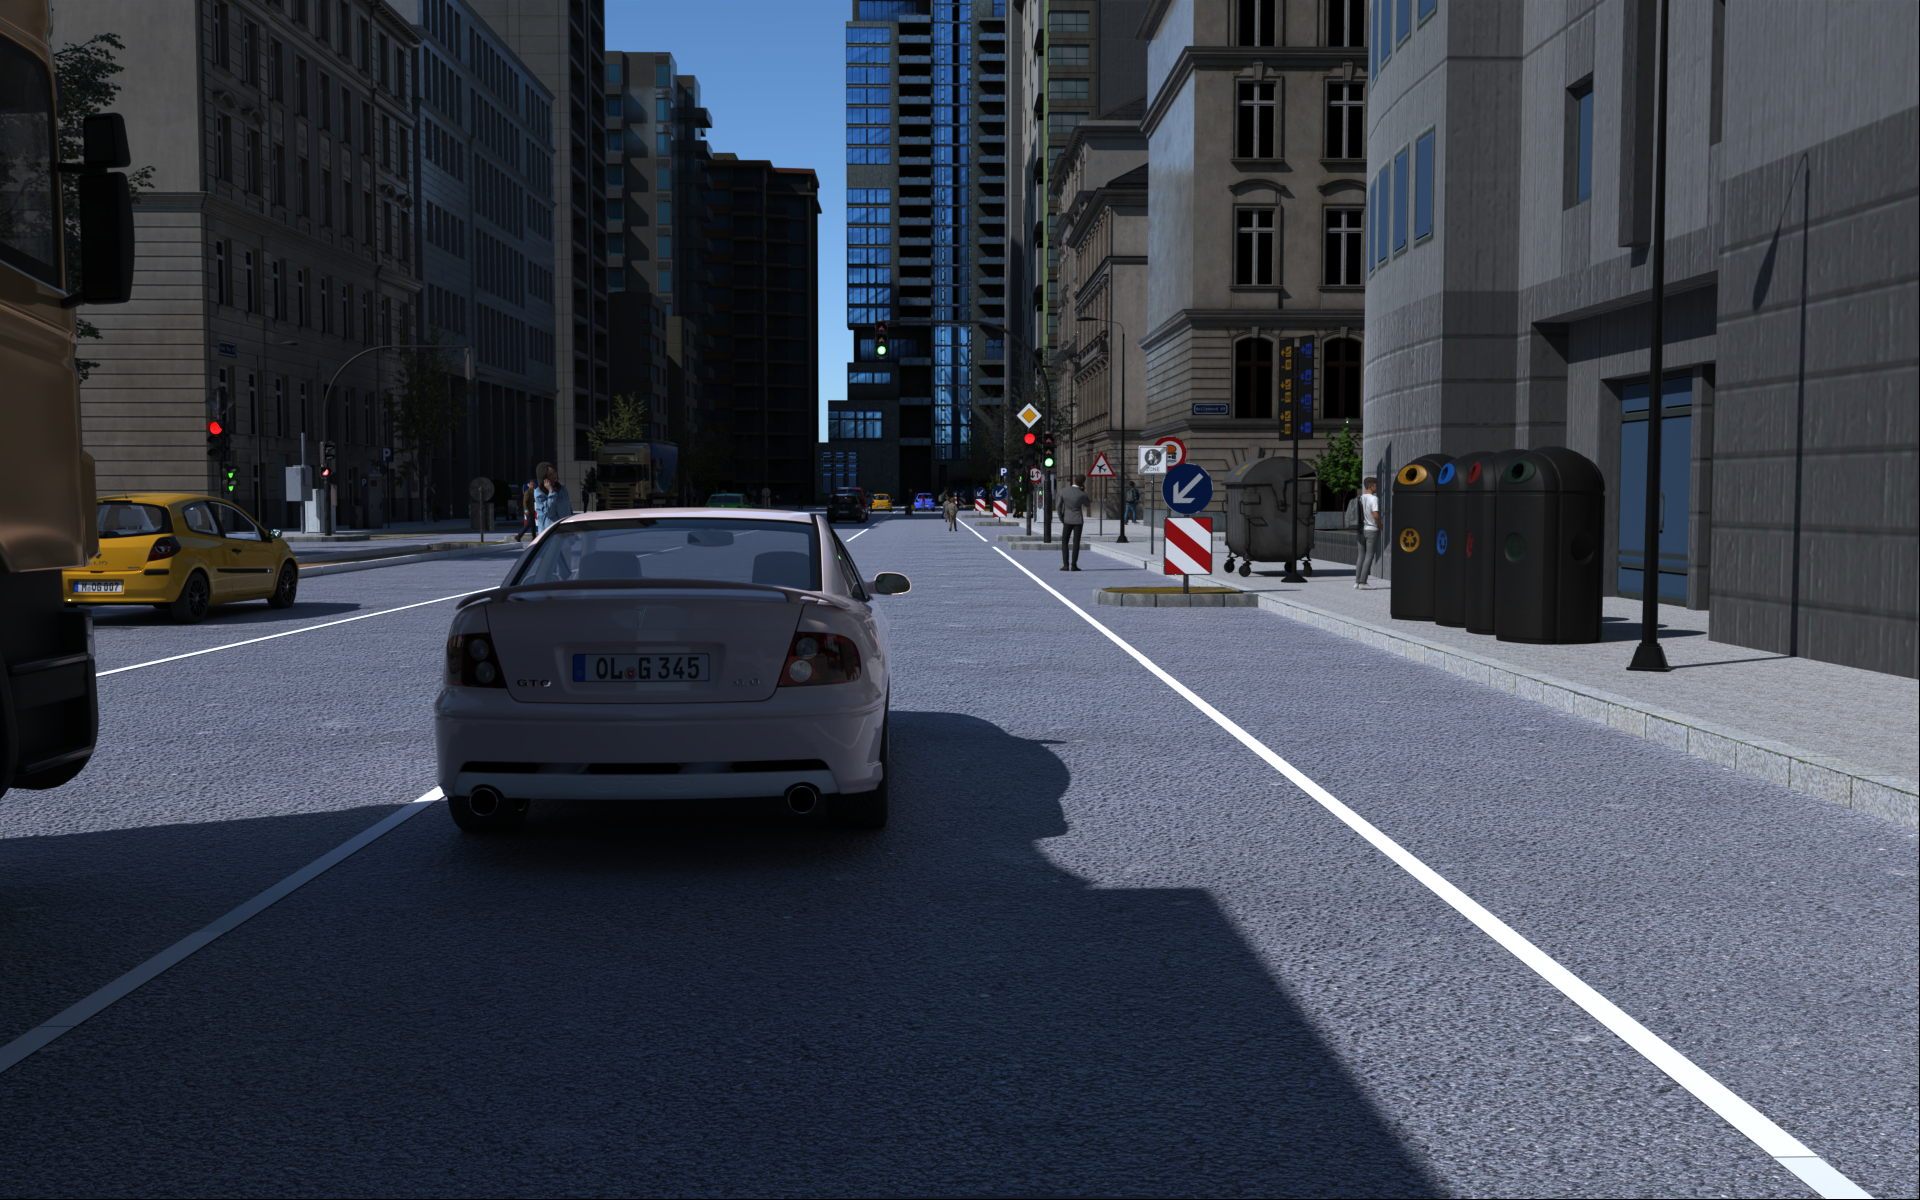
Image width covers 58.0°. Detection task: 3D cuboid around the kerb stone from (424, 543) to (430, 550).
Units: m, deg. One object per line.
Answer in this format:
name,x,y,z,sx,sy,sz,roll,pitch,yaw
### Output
kerb stone,-13.747,-1.358,44.485,0.120,0.150,1.000,0,4,-1

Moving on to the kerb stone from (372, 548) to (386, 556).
kerb stone,-13.666,-1.112,40.384,0.120,0.150,1.000,0,4,-1

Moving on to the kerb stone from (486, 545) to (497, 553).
kerb stone,-11.600,-1.238,42.464,0.120,0.150,1.000,0,4,-1

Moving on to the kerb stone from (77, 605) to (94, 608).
kerb stone,-11.184,0.013,21.982,0.120,0.150,1.000,0,4,-1

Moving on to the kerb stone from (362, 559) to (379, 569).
kerb stone,-11.419,-0.667,33.254,0.120,0.150,1.000,0,4,-1

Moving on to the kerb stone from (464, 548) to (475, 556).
kerb stone,-11.568,-1.114,40.411,0.120,0.150,1.000,0,4,-1

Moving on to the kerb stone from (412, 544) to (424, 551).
kerb stone,-13.728,-1.300,43.456,0.120,0.150,1.000,0,4,-1

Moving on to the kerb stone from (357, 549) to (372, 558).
kerb stone,-13.641,-1.050,39.363,0.120,0.150,1.000,0,4,-1

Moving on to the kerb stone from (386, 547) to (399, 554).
kerb stone,-13.681,-1.175,41.407,0.120,0.150,1.000,0,4,-1

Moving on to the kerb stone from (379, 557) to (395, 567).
kerb stone,-11.439,-0.733,34.276,0.120,0.150,1.000,0,4,-1

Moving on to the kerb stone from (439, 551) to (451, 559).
kerb stone,-11.520,-0.989,38.367,0.120,0.150,1.000,0,4,-1

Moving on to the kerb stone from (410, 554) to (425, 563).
kerb stone,-11.483,-0.864,36.321,0.120,0.150,1.000,0,4,-1

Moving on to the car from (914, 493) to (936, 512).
car,-2.899,-8.097,141.983,1.945,1.707,3.694,0,4,-2

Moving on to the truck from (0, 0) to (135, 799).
truck,-4.077,-0.758,1.311,2.839,4.237,11.283,0,4,-2

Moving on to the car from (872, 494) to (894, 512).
car,-6.285,-7.842,138.435,2.015,1.641,3.980,0,4,-2

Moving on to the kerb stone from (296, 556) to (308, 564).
kerb stone,-13.559,-0.796,35.256,0.120,0.150,1.000,0,4,-1

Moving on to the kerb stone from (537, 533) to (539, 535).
kerb stone,-14.009,-2.149,57.335,0.120,0.150,1.000,0,4,-1

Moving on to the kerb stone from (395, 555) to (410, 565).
kerb stone,-11.463,-0.797,35.299,0.120,0.150,1.000,0,4,-1

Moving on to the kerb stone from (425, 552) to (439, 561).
kerb stone,-11.498,-0.924,37.344,0.120,0.150,1.000,0,4,-1

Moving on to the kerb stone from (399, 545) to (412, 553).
kerb stone,-13.703,-1.229,42.429,0.120,0.150,1.000,0,4,-1

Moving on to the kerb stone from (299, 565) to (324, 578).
kerb stone,-11.357,-0.489,30.187,0.120,0.150,1.000,0,4,-1

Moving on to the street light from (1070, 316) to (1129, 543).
street light,3.737,-4.460,45.455,1.470,5.913,1.316,0,4,-1

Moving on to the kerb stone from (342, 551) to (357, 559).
kerb stone,-13.631,-0.987,38.337,0.120,0.150,1.000,0,4,-1

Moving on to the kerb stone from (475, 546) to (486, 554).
kerb stone,-11.582,-1.177,41.443,0.120,0.150,1.000,0,4,-1

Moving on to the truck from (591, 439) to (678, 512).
truck,-16.708,-6.165,89.709,2.839,4.237,11.283,0,3,0

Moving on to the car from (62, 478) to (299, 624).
car,-9.263,-0.631,20.535,2.015,1.641,3.980,0,4,0

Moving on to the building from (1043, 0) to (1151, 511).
building,13.570,-27.848,138.917,14.154,41.232,14.086,0,4,-1

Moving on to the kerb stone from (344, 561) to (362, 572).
kerb stone,-11.394,-0.614,32.232,0.120,0.150,1.000,0,4,-1

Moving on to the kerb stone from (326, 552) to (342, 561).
kerb stone,-13.605,-0.917,37.312,0.120,0.150,1.000,0,4,-1

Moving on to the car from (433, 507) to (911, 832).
car,-1.280,0.220,8.762,2.083,1.381,4.827,0,4,-2

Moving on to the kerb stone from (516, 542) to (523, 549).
kerb stone,-11.670,-1.428,45.537,0.120,0.150,1.000,0,4,-1

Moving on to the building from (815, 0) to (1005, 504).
building,-2.812,-55.787,224.787,31.000,86.520,22.319,0,4,-1

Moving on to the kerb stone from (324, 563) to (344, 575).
kerb stone,-11.373,-0.551,31.209,0.120,0.150,1.000,0,4,-1

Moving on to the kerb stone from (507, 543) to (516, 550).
kerb stone,-11.655,-1.362,44.508,0.120,0.150,1.000,0,4,-1

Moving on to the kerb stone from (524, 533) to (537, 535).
kerb stone,-13.993,-2.087,56.313,0.120,0.150,1.000,0,4,-1

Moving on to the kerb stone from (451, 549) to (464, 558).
kerb stone,-11.535,-1.047,39.390,0.120,0.150,1.000,0,4,-1

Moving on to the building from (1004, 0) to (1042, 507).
building,15.320,-39.449,186.988,21.231,58.520,28.212,0,4,-1

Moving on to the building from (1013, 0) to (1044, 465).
building,19.845,-34.875,159.449,28.713,52.752,27.495,0,4,-1

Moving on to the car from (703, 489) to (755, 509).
car,-9.368,-3.764,70.332,1.959,1.807,4.718,0,4,-1

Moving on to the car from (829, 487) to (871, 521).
car,-6.053,-5.284,95.068,2.281,1.827,5.304,0,4,-2

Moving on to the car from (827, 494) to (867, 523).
car,-5.630,-4.661,85.993,2.009,1.686,4.222,0,4,1

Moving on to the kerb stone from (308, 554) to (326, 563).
kerb stone,-13.576,-0.860,36.281,0.120,0.150,1.000,0,4,-1

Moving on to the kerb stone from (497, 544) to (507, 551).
kerb stone,-11.627,-1.302,43.486,0.120,0.150,1.000,0,4,-1

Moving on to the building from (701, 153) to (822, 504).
building,-32.730,-34.887,225.021,28.867,44.769,22.147,0,4,-1
